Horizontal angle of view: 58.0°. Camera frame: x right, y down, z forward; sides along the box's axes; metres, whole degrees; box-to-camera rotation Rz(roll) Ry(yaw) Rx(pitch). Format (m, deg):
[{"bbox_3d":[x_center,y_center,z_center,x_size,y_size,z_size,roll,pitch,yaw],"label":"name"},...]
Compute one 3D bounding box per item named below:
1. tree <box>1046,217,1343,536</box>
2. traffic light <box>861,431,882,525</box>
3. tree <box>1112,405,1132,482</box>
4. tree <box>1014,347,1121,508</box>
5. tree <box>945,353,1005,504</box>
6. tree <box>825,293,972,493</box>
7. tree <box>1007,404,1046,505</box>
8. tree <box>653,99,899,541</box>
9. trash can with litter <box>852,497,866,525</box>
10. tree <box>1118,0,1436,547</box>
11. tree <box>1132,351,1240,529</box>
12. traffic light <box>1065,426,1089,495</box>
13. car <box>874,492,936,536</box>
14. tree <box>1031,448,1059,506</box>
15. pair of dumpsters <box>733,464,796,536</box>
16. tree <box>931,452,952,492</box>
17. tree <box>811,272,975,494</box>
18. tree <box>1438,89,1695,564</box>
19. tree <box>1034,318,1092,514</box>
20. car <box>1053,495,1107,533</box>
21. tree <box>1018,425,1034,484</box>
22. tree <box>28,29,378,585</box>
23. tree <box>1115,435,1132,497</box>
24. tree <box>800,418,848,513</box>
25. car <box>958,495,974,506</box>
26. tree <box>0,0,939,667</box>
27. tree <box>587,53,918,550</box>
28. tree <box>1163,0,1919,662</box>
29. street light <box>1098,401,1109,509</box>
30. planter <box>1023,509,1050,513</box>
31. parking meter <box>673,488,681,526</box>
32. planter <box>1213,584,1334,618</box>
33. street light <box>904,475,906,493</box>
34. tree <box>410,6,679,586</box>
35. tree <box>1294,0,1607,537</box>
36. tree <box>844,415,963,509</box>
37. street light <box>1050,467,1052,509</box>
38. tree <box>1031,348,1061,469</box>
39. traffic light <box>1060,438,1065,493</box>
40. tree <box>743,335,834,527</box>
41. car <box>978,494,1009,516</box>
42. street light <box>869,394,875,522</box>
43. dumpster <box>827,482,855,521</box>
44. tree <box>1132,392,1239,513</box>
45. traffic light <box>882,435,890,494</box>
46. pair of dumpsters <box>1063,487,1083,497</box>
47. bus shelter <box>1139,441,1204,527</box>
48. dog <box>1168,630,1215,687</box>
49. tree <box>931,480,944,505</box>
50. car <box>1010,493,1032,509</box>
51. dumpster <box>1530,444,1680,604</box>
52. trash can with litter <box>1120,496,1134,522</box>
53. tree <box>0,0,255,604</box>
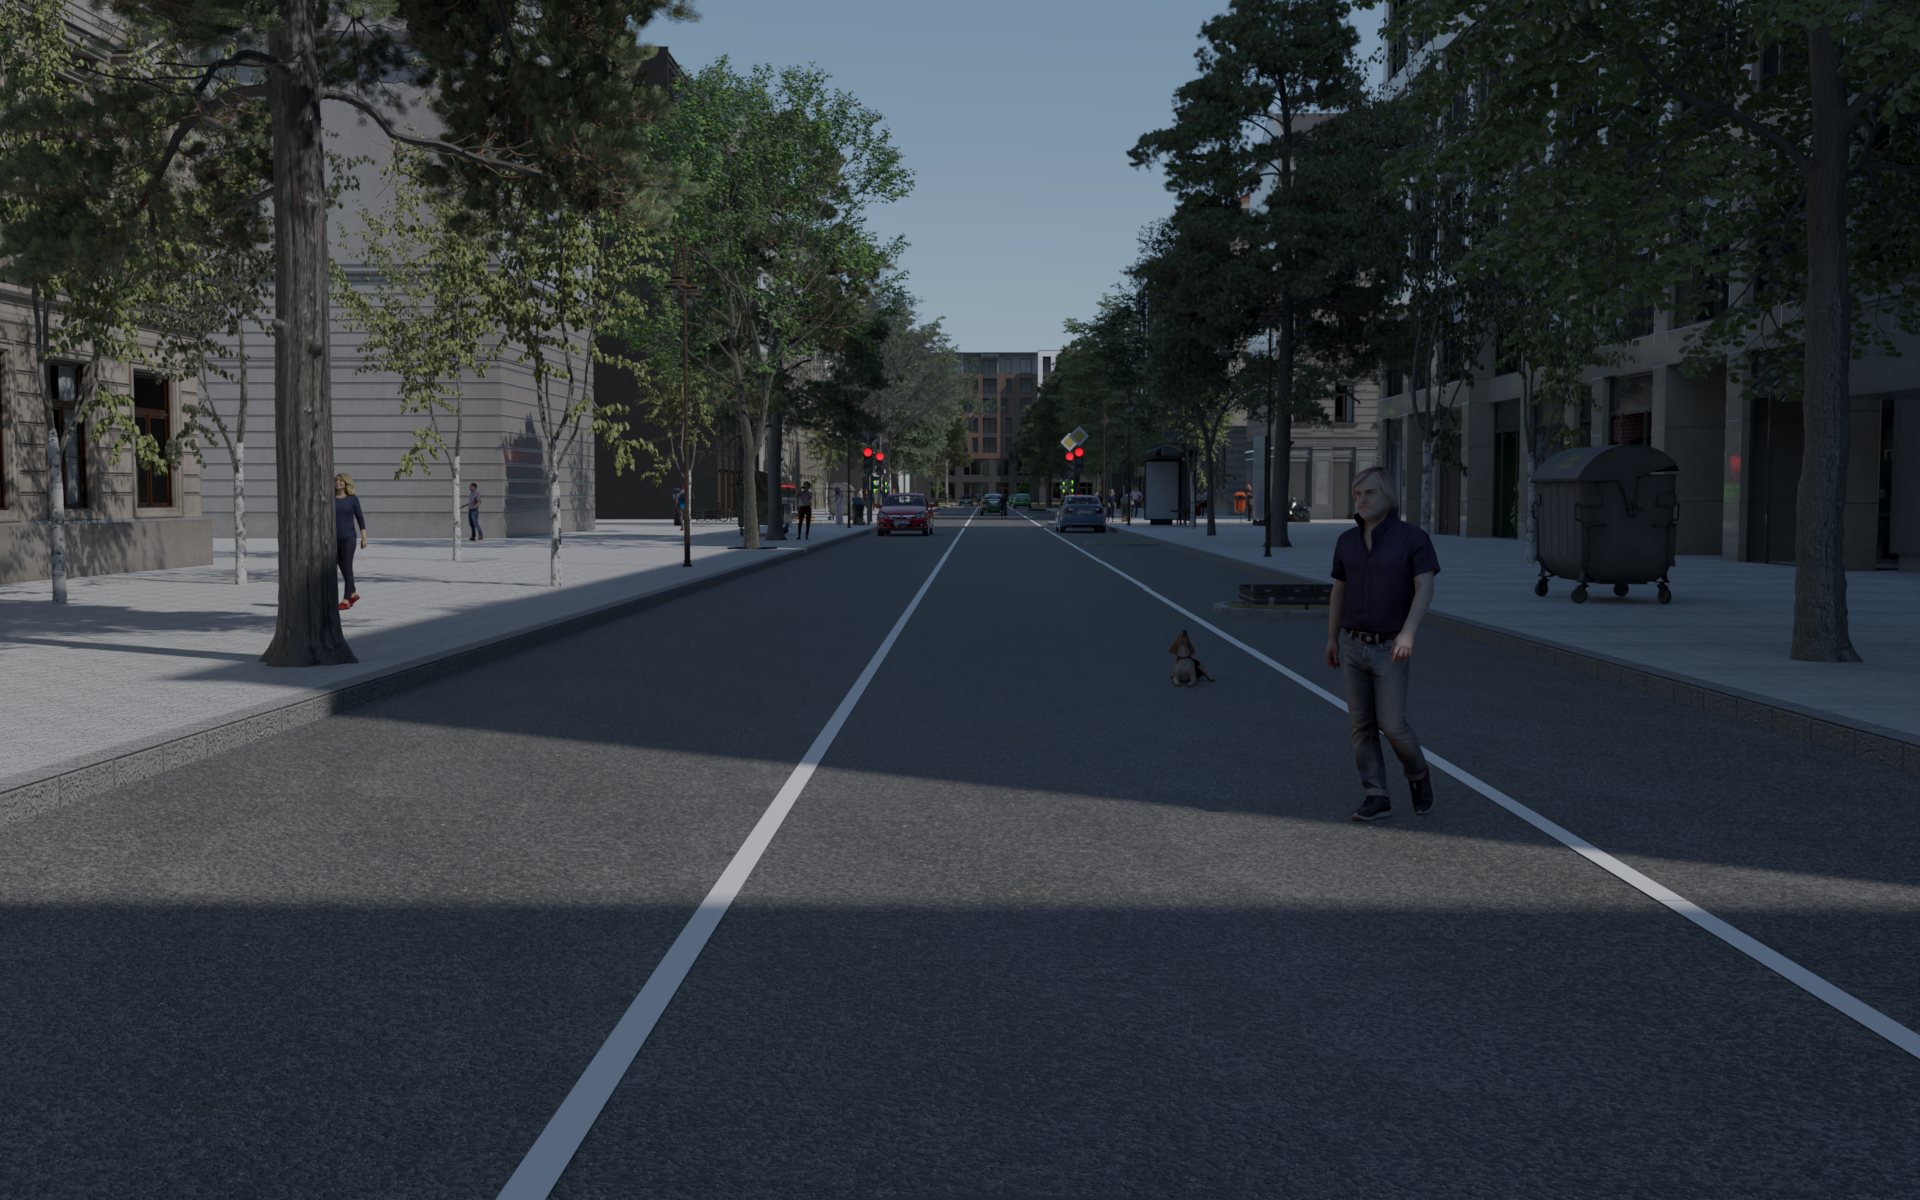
[{"bbox_3d":[7.865,-7.276,53.371,8.767,10.594,7.601,1,4,16],"label":"tree"},{"bbox_3d":[-3.730,-4.994,70.889,0.839,4.213,0.868,0,4,1],"label":"traffic light"},{"bbox_3d":[11.614,-10.146,116.250,4.737,8.622,4.395,0,3,0],"label":"tree"},{"bbox_3d":[8.359,-12.414,125.026,6.751,12.117,7.091,0,3,0],"label":"tree"},{"bbox_3d":[-0.477,-22.924,230.699,12.611,20.169,13.585,0,3,0],"label":"tree"},{"bbox_3d":[-3.946,-12.218,106.416,9.857,13.997,8.962,0,3,0],"label":"tree"},{"bbox_3d":[8.344,-10.602,107.761,8.767,10.594,7.601,2,4,30],"label":"tree"},{"bbox_3d":[-5.119,-7.693,47.839,6.751,12.117,7.091,0,3,0],"label":"tree"},{"bbox_3d":[-4.103,-3.678,71.521,0.624,1.170,1.055,-1,4,-19],"label":"trash can with litter"},{"bbox_3d":[8.024,-8.207,41.601,7.806,13.903,7.818,0,3,0],"label":"tree"},{"bbox_3d":[8.521,-6.900,63.177,4.360,8.622,3.978,0,3,0],"label":"tree"},{"bbox_3d":[4.830,-4.986,70.774,0.839,4.213,0.868,0,4,1],"label":"traffic light"},{"bbox_3d":[-1.892,-3.156,60.634,2.155,1.783,4.494,0,4,2],"label":"car"},{"bbox_3d":[9.341,-14.424,186.193,4.737,8.622,4.395,0,3,0],"label":"tree"},{"bbox_3d":[-6.129,-3.171,54.344,1.574,2.255,4.436,0,4,1],"label":"pair of dumpsters"},{"bbox_3d":[-2.903,-16.406,218.594,4.360,8.622,3.978,0,3,0],"label":"tree"},{"bbox_3d":[-4.007,-11.171,93.010,12.009,13.543,11.850,0,3,0],"label":"tree"},{"bbox_3d":[10.628,-4.954,31.358,4.737,8.622,4.395,0,3,0],"label":"tree"},{"bbox_3d":[8.600,-10.976,97.583,7.486,12.596,7.792,0,3,0],"label":"tree"},{"bbox_3d":[4.539,-3.264,65.363,2.014,1.417,4.499,0,4,0],"label":"car"},{"bbox_3d":[10.307,-17.123,198.081,7.486,12.596,7.792,0,3,0],"label":"tree"},{"bbox_3d":[-10.454,-4.524,24.322,4.360,8.622,3.978,0,3,0],"label":"tree"},{"bbox_3d":[12.840,-11.181,133.178,4.360,8.622,3.978,0,3,0],"label":"tree"},{"bbox_3d":[-8.906,-10.105,115.583,4.737,8.622,4.395,0,3,0],"label":"tree"},{"bbox_3d":[0.701,-11.947,207.919,1.945,1.354,3.894,0,3,0],"label":"car"},{"bbox_3d":[-5.063,-6.425,12.472,7.806,13.903,7.818,0,3,0],"label":"tree"},{"bbox_3d":[-4.791,-6.996,40.141,9.928,11.665,9.643,0,3,0],"label":"tree"},{"bbox_3d":[6.376,-5.785,12.717,7.486,12.596,7.792,0,3,0],"label":"tree"},{"bbox_3d":[7.040,-6.847,84.738,0.468,5.910,1.993,0,4,1],"label":"street light"},{"bbox_3d":[5.806,-6.739,131.316,1.991,0.319,1.994,0,4,1],"label":"planter"},{"bbox_3d":[-11.421,-3.779,70.201,0.372,1.533,0.369,0,3,0],"label":"parking meter"},{"bbox_3d":[4.106,0.009,20.989,1.991,0.319,1.994,0,4,1],"label":"planter"},{"bbox_3d":[-3.614,-8.600,113.394,0.468,5.910,1.993,0,4,1],"label":"street light"},{"bbox_3d":[-5.635,-4.480,23.607,4.737,8.622,4.395,0,3,0],"label":"tree"},{"bbox_3d":[6.963,-4.551,24.773,4.360,8.622,3.978,0,3,0],"label":"tree"},{"bbox_3d":[-3.414,-12.381,136.834,8.767,10.594,7.601,1,4,21],"label":"tree"},{"bbox_3d":[8.081,-11.025,153.042,0.468,5.910,1.993,0,4,1],"label":"street light"},{"bbox_3d":[9.525,-14.336,141.817,7.806,13.903,7.818,0,3,0],"label":"tree"},{"bbox_3d":[4.953,-5.475,78.758,0.839,4.213,0.868,0,4,1],"label":"traffic light"},{"bbox_3d":[-6.794,-7.107,66.560,4.360,8.622,3.978,0,3,0],"label":"tree"},{"bbox_3d":[2.241,-6.361,115.795,2.131,1.459,4.920,0,4,1],"label":"car"},{"bbox_3d":[-4.069,-6.504,79.123,0.468,5.910,1.993,0,4,1],"label":"street light"},{"bbox_3d":[-5.775,-4.785,83.998,1.264,1.857,1.865,0,4,1],"label":"dumpster"},{"bbox_3d":[11.539,-8.206,84.528,4.737,8.622,4.395,0,3,0],"label":"tree"},{"bbox_3d":[-3.607,-5.482,78.873,0.839,4.213,0.868,0,4,1],"label":"traffic light"},{"bbox_3d":[9.785,-8.977,149.261,1.574,2.255,4.436,0,4,1],"label":"pair of dumpsters"},{"bbox_3d":[8.345,-4.587,68.915,2.014,3.302,5.546,0,4,1],"label":"bus shelter"},{"bbox_3d":[1.810,0.426,13.225,0.748,0.427,0.550,-2,4,-34],"label":"dog"},{"bbox_3d":[-2.696,-13.215,210.661,1.663,3.219,1.824,0,3,0],"label":"tree"},{"bbox_3d":[6.246,-10.031,172.798,1.959,1.807,4.718,0,4,3],"label":"car"},{"bbox_3d":[7.771,-0.926,20.902,1.264,1.857,1.865,0,4,1],"label":"dumpster"},{"bbox_3d":[7.768,-4.229,80.529,0.624,1.170,1.055,0,4,6],"label":"trash can with litter"},{"bbox_3d":[-10.316,-4.262,20.050,4.737,8.622,4.395,0,3,0],"label":"tree"}]
